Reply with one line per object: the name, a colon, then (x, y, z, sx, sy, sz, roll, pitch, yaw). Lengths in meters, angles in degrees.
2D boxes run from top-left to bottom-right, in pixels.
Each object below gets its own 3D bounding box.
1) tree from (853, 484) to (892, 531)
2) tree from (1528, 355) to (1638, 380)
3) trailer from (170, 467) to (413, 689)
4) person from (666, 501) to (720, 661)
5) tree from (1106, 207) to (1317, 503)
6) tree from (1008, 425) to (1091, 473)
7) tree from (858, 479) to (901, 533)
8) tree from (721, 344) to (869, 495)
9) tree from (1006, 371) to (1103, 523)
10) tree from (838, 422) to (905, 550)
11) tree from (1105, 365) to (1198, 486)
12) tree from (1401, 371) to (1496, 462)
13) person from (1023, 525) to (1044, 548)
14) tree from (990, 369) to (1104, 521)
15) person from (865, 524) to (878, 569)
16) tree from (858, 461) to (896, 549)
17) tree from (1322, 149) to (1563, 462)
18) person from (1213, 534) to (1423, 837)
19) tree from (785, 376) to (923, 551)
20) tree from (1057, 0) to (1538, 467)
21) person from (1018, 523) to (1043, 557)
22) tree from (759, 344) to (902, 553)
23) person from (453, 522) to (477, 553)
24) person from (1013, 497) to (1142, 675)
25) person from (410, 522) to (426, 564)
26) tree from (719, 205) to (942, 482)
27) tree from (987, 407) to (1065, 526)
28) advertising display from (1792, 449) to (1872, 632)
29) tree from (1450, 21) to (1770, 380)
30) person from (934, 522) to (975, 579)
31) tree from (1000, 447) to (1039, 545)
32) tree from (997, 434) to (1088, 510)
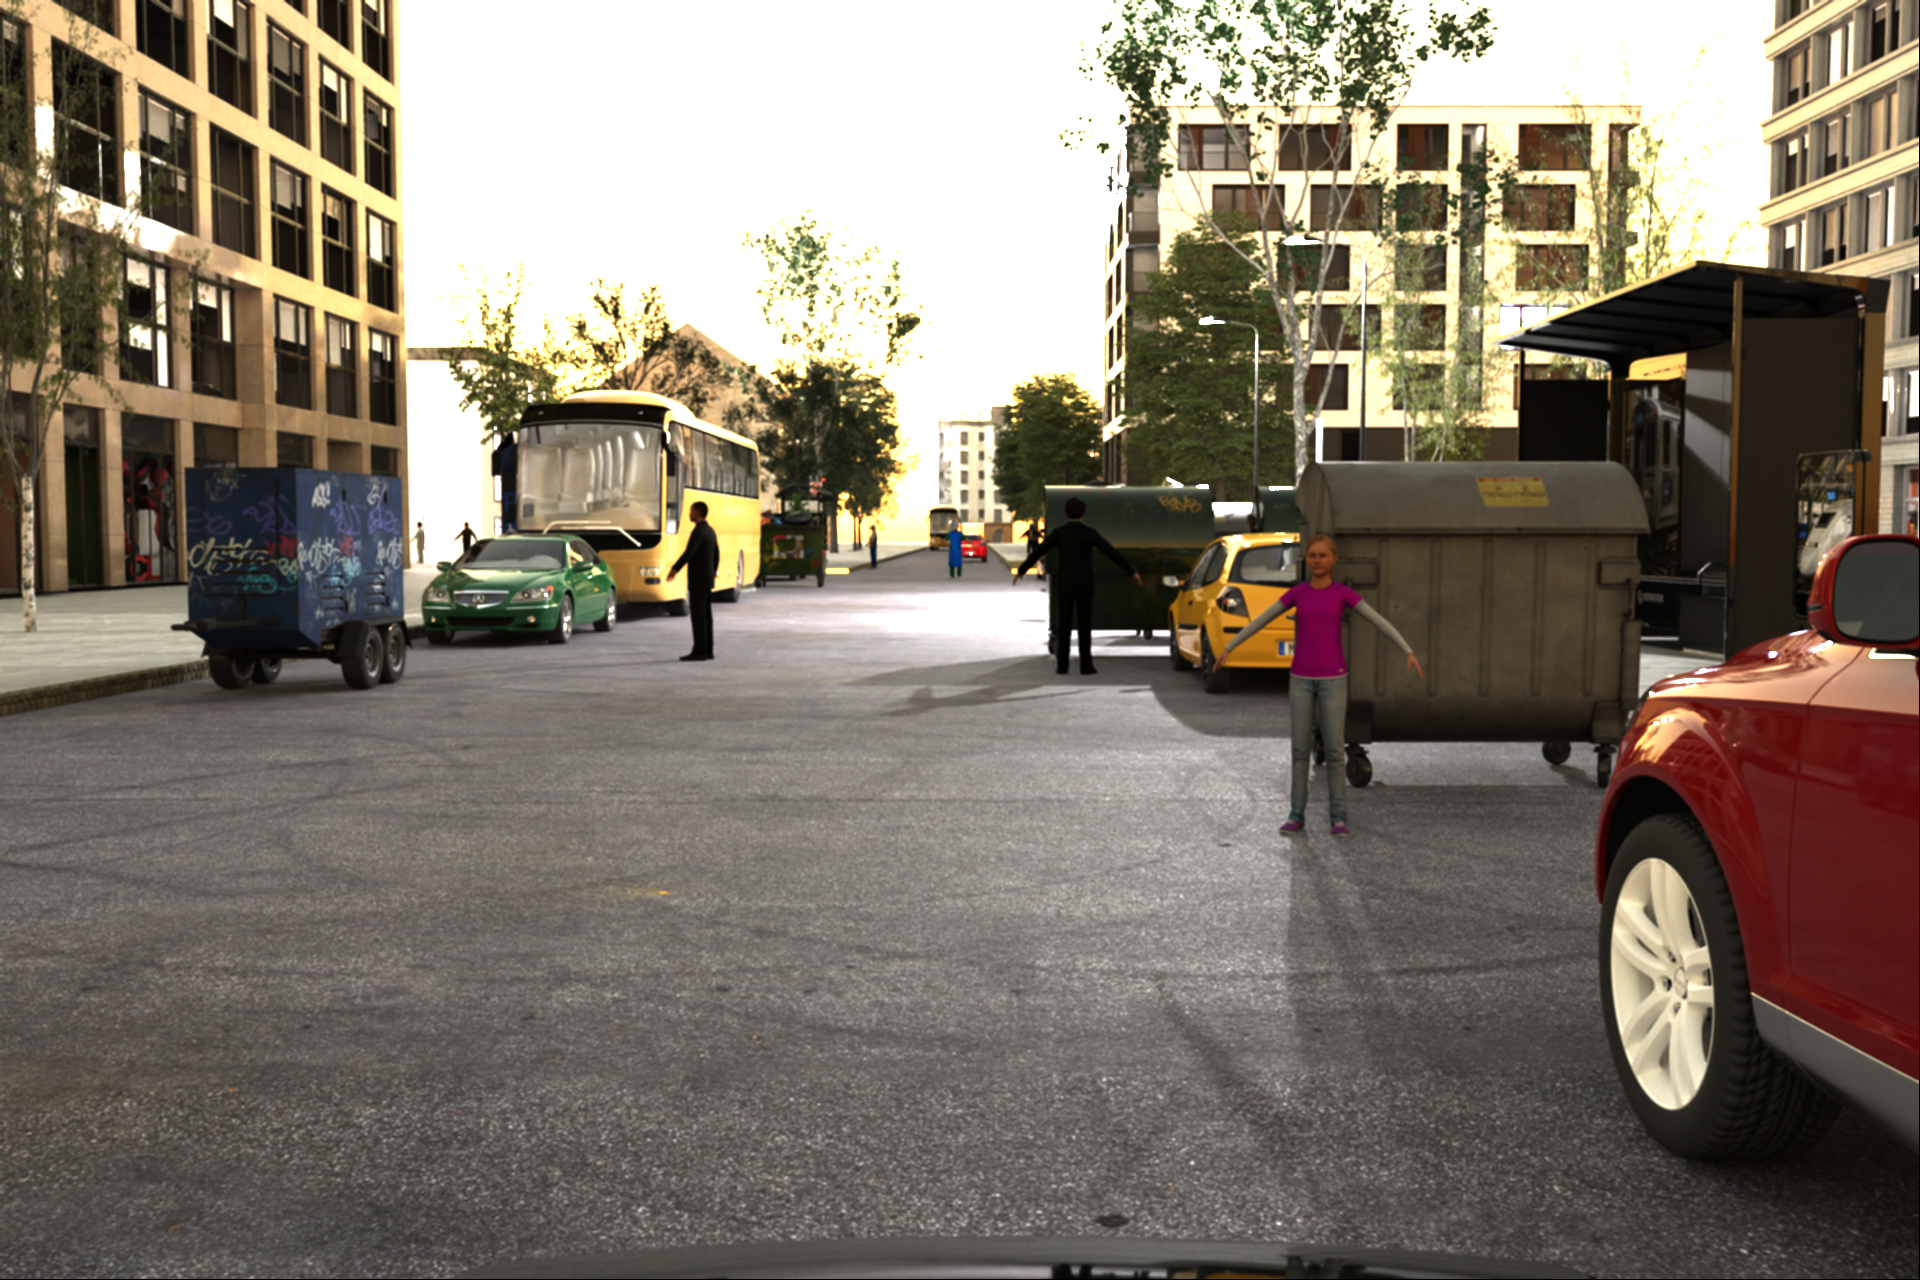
tree: (-7.992, -13.262, 167.197, 4.360, 8.622, 3.978, 0, 3, 0)
tree: (22.692, -6.991, 64.673, 4.360, 8.622, 3.978, 0, 3, 0)
trailer: (-6.142, -0.523, 15.597, 1.471, 1.999, 3.904, 0, 4, 1)
person: (-2.981, -0.675, 19.720, 0.704, 1.802, 1.346, 1, 4, 13)
tree: (8.841, -8.746, 61.122, 7.486, 12.596, 7.792, 0, 3, 0)
tree: (7.797, -13.753, 150.612, 9.928, 11.665, 9.643, 0, 3, 0)
tree: (-12.301, -19.976, 261.014, 7.601, 10.594, 8.767, 0, 4, 6)
tree: (-8.668, -9.283, 86.183, 8.767, 10.594, 7.601, 0, 4, 0)
tree: (7.018, -12.375, 120.466, 7.486, 12.596, 7.792, 0, 3, 0)
tree: (-8.317, -13.367, 144.299, 9.928, 11.665, 9.643, 0, 3, 0)
tree: (8.285, -7.604, 74.686, 4.360, 8.622, 3.978, 0, 3, 0)
tree: (21.807, -7.735, 76.823, 4.737, 8.622, 4.395, 0, 3, 0)
person: (4.262, -5.662, 98.703, 1.348, 1.813, 0.705, -1, 4, -9)
tree: (6.974, -13.817, 132.561, 9.857, 13.997, 8.962, 0, 3, 0)
person: (-3.607, -3.864, 71.492, 0.705, 1.847, 1.347, 1, 4, 14)
tree: (-8.086, -12.339, 152.112, 4.360, 8.622, 3.978, 0, 3, 0)
tree: (8.738, -5.109, 33.887, 4.360, 8.622, 3.978, 0, 3, 0)
person: (1.696, 0.213, 8.243, 0.991, 1.433, 0.599, 1, 4, 22)
tree: (-7.974, -13.509, 131.234, 12.009, 13.543, 11.850, 0, 3, 0)
tree: (8.933, -11.615, 45.788, 12.611, 20.169, 13.585, 0, 3, 0)
person: (3.562, -4.955, 86.789, 1.354, 1.856, 0.705, 0, 4, 3)
tree: (-8.612, -12.829, 116.409, 9.857, 13.997, 8.962, 0, 3, 0)
person: (-21.800, -4.302, 76.477, 0.704, 1.812, 1.346, 2, 4, 33)
person: (1.186, -0.556, 17.736, 1.347, 1.806, 0.705, 1, 4, 14)
person: (-23.559, -4.238, 75.471, 0.705, 1.806, 1.347, 0, 4, 7)
tree: (-7.457, -14.828, 98.321, 12.611, 20.169, 13.585, 0, 3, 0)
tree: (7.255, -16.019, 168.560, 9.857, 13.997, 8.962, 0, 3, 0)
advertising display: (6.837, -0.514, 13.622, 0.123, 1.923, 0.974, 0, 4, 1)
tree: (9.805, -4.549, 24.737, 4.360, 8.622, 3.978, 0, 3, 0)
person: (-0.151, -2.850, 55.185, 1.347, 1.817, 0.704, 1, 4, 15)
tree: (7.263, -14.254, 158.810, 9.928, 11.665, 9.643, 0, 3, 0)
tree: (7.157, -12.747, 142.829, 8.767, 10.594, 7.601, 0, 4, 5)
